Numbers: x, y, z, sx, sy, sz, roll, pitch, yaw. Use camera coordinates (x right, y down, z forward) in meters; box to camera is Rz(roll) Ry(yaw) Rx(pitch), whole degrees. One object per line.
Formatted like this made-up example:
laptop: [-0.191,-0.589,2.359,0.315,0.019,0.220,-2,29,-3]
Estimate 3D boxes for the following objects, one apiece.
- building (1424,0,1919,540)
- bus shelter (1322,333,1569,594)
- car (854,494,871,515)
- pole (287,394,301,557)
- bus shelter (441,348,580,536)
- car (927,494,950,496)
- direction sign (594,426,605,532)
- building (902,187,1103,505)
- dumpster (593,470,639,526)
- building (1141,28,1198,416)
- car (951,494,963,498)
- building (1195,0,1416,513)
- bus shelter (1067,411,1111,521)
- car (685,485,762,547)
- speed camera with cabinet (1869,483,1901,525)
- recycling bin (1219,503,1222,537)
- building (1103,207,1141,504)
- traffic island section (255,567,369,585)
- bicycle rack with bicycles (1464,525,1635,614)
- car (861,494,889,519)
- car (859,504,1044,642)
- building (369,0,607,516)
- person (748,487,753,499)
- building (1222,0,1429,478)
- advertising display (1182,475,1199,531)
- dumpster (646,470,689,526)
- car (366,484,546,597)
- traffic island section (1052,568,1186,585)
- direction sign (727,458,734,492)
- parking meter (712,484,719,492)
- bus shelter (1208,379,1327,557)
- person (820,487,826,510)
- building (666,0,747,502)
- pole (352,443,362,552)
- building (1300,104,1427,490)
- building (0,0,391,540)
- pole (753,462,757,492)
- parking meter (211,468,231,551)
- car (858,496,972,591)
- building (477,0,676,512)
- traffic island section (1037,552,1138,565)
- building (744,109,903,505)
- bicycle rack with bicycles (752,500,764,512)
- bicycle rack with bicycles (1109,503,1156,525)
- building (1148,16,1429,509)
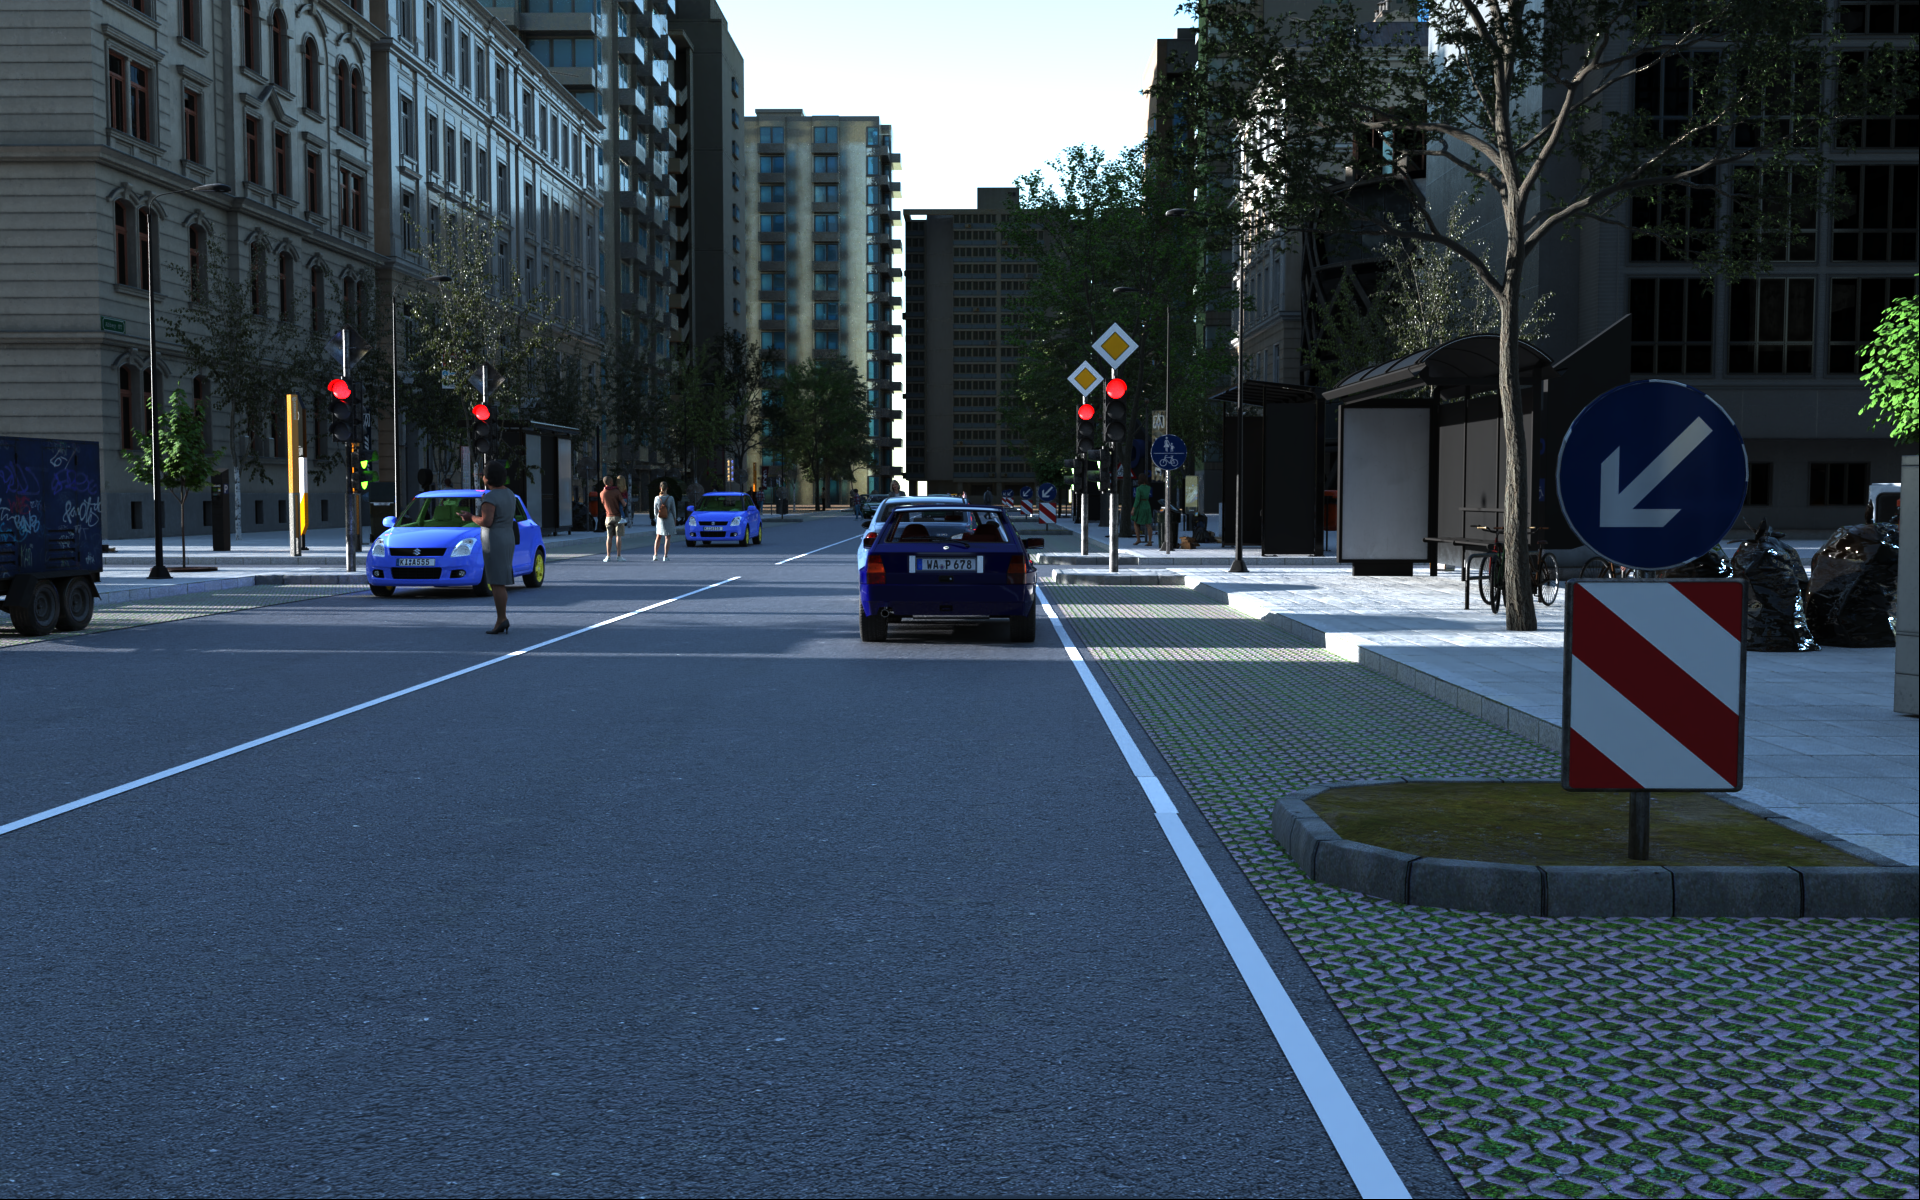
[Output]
building: [31.066,-14.318,53.169,30.058,24.678,14.314,0,4,1]
bus shelter: [6.667,-1.875,24.573,2.014,3.302,5.546,0,4,1]
car: [-6.362,-6.766,120.415,2.009,1.686,4.222,0,4,1]
pole: [-13.683,-2.553,35.580,0.158,3.312,0.155,0,3,0]
bus shelter: [-13.111,-4.440,50.233,2.179,5.291,8.768,0,4,1]
car: [-1.119,-4.895,91.836,2.131,1.459,4.920,0,4,-1]
direction sign: [-12.089,-4.031,57.901,0.379,3.537,0.876,-1,4,-16]
building: [4.823,-32.431,222.134,23.993,40.220,32.217,0,4,1]
dumpster: [-13.918,-4.131,70.031,1.502,2.255,1.985,0,4,1]
building: [25.209,-31.697,168.354,14.600,45.320,14.200,0,4,1]
car: [-0.435,-10.832,187.323,2.015,1.641,3.980,0,4,1]
building: [23.528,-26.826,122.192,14.154,41.232,14.086,0,4,1]
bus shelter: [6.186,-6.343,81.342,2.179,5.291,8.768,0,4,1]
car: [-6.572,-2.364,48.249,1.945,1.707,3.694,0,4,2]
speed camera with cabinet: [14.748,-1.931,25.911,0.660,3.252,2.038,-2,4,-34]
recycling bin: [8.032,-2.348,50.951,0.722,1.027,0.722,1,4,20]
building: [29.014,-32.364,221.033,23.993,40.220,32.217,0,4,1]
traffic island section: [-10.089,-0.390,28.656,2.009,0.180,2.903,0,4,1]
bicycle rack with bicycles: [6.671,-0.356,19.206,2.925,0.926,2.852,-3,5,-44]
car: [-4.718,-5.518,102.022,2.131,1.459,4.920,0,4,3]
car: [-0.081,-0.340,18.140,1.945,1.354,3.894,0,4,1]
building: [-29.125,-19.229,100.300,13.634,28.700,20.117,0,4,1]
person: [-14.659,-7.071,121.793,1.348,1.807,0.705,-2,4,-29]
building: [23.433,-19.283,101.181,13.634,28.700,20.117,0,4,1]
advertising display: [8.041,-3.378,60.442,0.123,1.923,0.974,3,4,36]
dumpster: [-11.850,-4.141,70.199,1.502,2.255,1.985,0,4,1]
car: [-7.330,-0.963,25.338,1.945,1.707,3.694,0,4,2]
traffic island section: [2.551,-0.380,28.500,2.009,0.180,2.903,0,4,1]
direction sign: [-14.626,-7.243,110.414,0.379,3.537,0.876,-2,4,-34]
parking meter: [-14.729,-6.029,104.291,0.399,1.863,0.255,-1,4,-18]
bus shelter: [6.759,-2.892,38.565,1.731,3.624,6.357,0,4,1]
person: [-10.744,-7.950,136.028,0.705,1.823,1.348,1,4,13]
building: [-32.413,-33.126,165.312,21.600,48.544,21.300,0,4,1]
pole: [-13.406,-2.724,38.386,0.158,3.312,0.155,0,3,0]
building: [24.508,-13.135,82.213,16.820,18.784,16.811,0,4,1]
building: [-29.756,-16.578,58.435,14.401,28.519,23.554,0,4,1]
pole: [-13.238,-7.216,111.822,0.158,3.312,0.155,0,3,0]
parking meter: [-16.673,-2.040,39.059,0.255,1.863,0.399,0,4,3]
car: [-0.448,-0.778,24.719,2.014,1.417,4.499,0,4,2]
building: [-33.247,-31.033,127.002,23.786,49.044,30.456,0,4,1]
traffic island section: [2.647,-0.869,36.485,2.009,0.180,2.903,0,4,1]
building: [-22.448,-36.607,218.127,30.456,49.044,23.786,0,4,1]
bicycle rack with bicycles: [-12.757,-5.403,101.714,2.852,0.926,2.925,0,4,-1]
bicycle rack with bicycles: [6.715,-3.500,70.610,2.852,0.926,2.925,1,4,21]
building: [28.228,-50.876,144.501,22.319,86.520,31.000,0,4,1]
